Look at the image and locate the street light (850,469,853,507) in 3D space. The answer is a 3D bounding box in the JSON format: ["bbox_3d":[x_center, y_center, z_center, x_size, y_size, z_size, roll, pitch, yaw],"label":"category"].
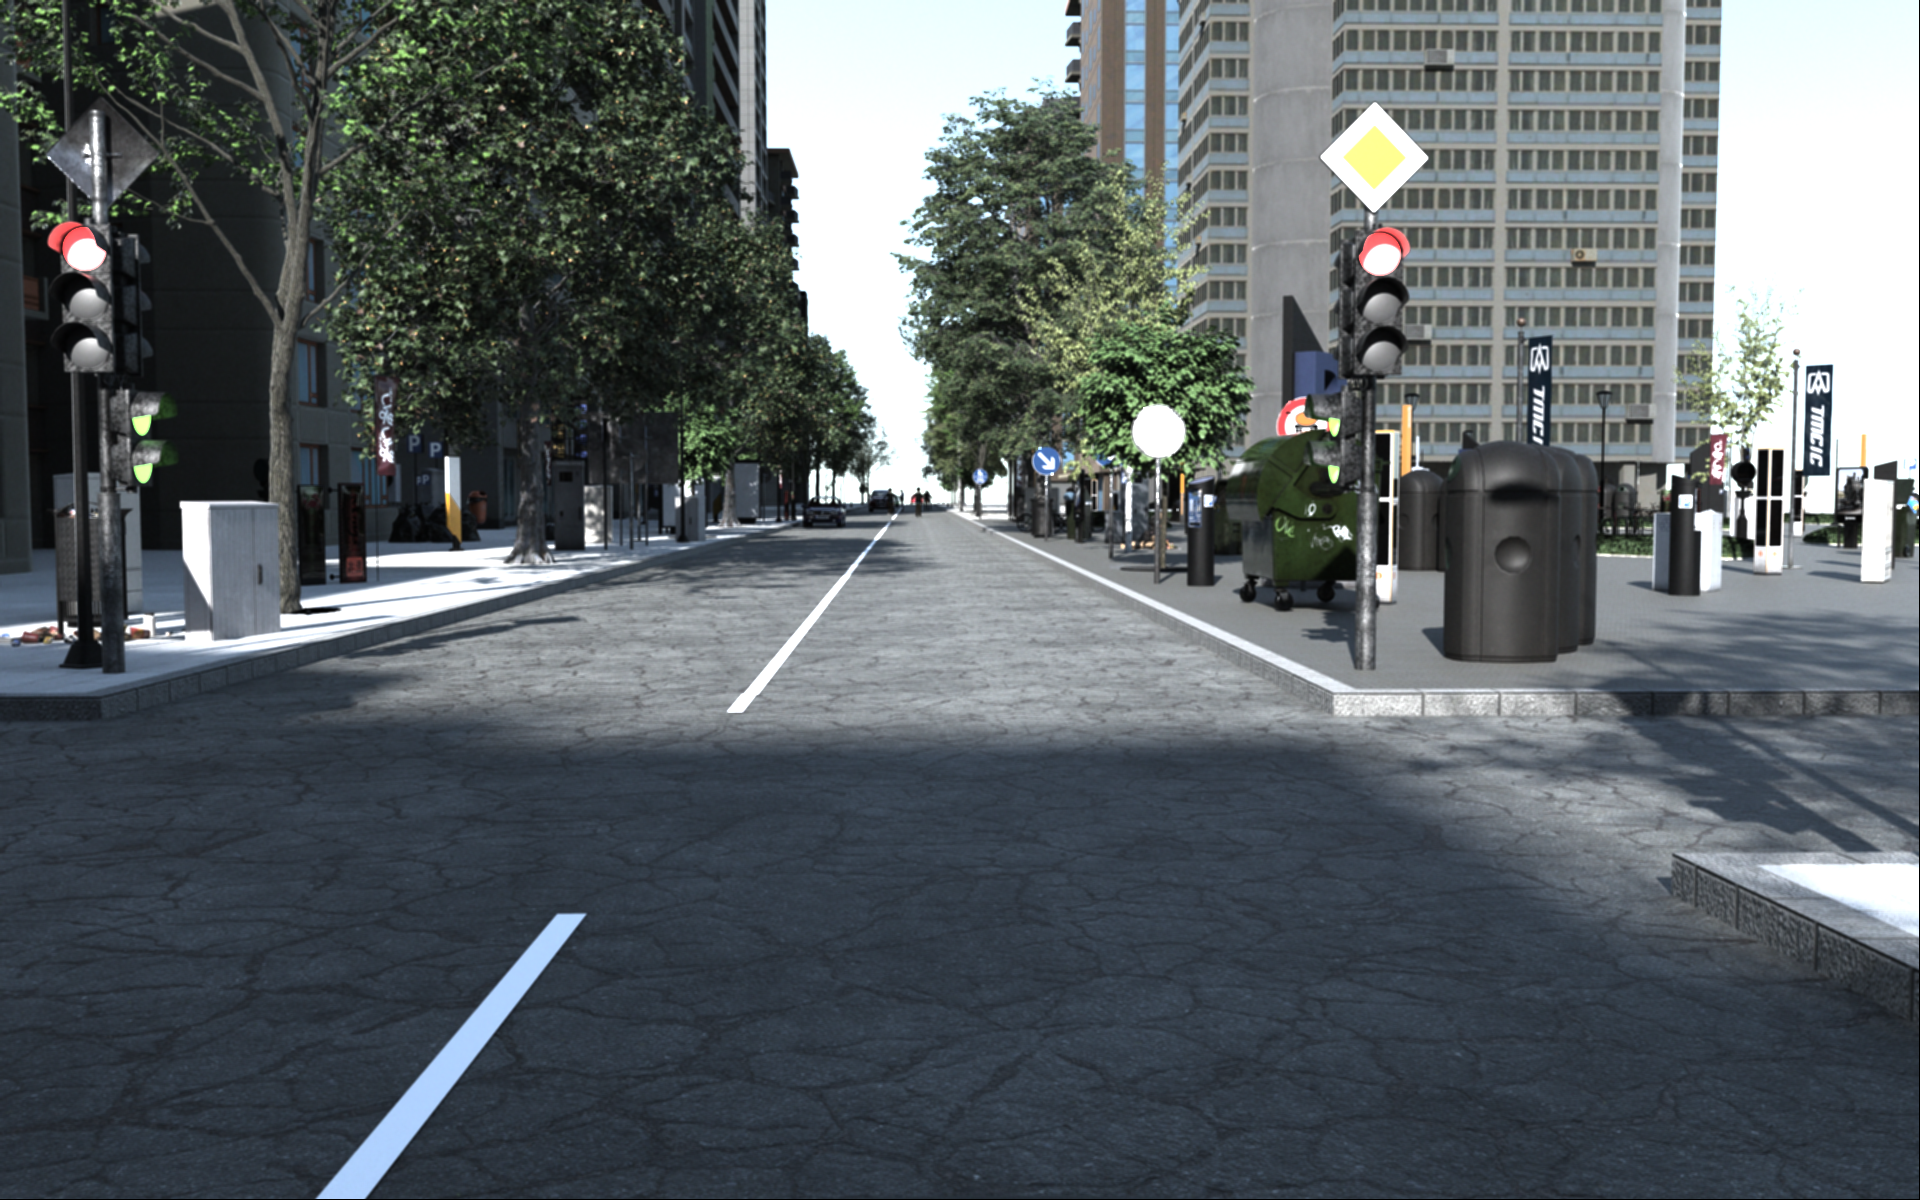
[{"bbox_3d":[-9.816,-11.163,155.061,1.470,5.913,1.316,0,4,-2],"label":"street light"}]

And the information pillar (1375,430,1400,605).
[{"bbox_3d":[4.917,-0.958,20.149,0.304,2.012,0.304,2,4,28],"label":"information pillar"}]

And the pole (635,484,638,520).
[{"bbox_3d":[-16.125,-5.668,86.521,0.158,3.312,0.155,0,3,0],"label":"pole"}]

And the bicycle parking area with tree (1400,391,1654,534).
[{"bbox_3d":[15.358,-3.781,48.823,8.231,4.147,9.016,2,4,26],"label":"bicycle parking area with tree"}]

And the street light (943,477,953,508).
[{"bbox_3d":[-0.409,-9.697,131.080,1.470,5.913,1.316,0,4,-2],"label":"street light"}]

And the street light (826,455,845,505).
[{"bbox_3d":[-8.876,-9.131,121.828,1.470,5.913,1.316,0,4,-2],"label":"street light"}]

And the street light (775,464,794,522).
[{"bbox_3d":[-7.726,-6.503,78.871,1.470,5.913,1.316,0,4,-2],"label":"street light"}]

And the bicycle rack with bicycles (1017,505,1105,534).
[{"bbox_3d":[3.339,-2.690,57.368,2.925,0.926,2.852,0,4,8],"label":"bicycle rack with bicycles"}]

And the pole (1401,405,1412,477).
[{"bbox_3d":[10.219,-2.804,39.693,0.158,3.312,0.155,0,3,0],"label":"pole"}]

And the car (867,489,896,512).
[{"bbox_3d":[-6.319,-8.032,139.995,2.281,1.827,5.304,0,4,-1],"label":"car"}]

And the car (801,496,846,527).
[{"bbox_3d":[-5.925,-3.861,75.707,1.945,1.354,3.894,0,4,-1],"label":"car"}]

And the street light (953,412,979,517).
[{"bbox_3d":[0.488,-7.650,97.612,1.470,5.913,1.316,0,4,-2],"label":"street light"}]

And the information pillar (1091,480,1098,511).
[{"bbox_3d":[6.859,-5.115,88.121,0.304,2.012,0.304,1,4,16],"label":"information pillar"}]

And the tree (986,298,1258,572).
[{"bbox_3d":[3.406,-2.779,29.155,4.285,4.588,4.351,0,3,0],"label":"tree"}]

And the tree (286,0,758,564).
[{"bbox_3d":[-7.936,-7.024,31.854,9.611,12.733,9.660,0,3,0],"label":"tree"}]

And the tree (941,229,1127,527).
[{"bbox_3d":[2.844,-8.639,67.008,9.928,11.665,9.643,0,3,0],"label":"tree"}]

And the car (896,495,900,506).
[{"bbox_3d":[-8.357,-12.266,212.917,2.083,1.381,4.827,0,4,-2],"label":"car"}]

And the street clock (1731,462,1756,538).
[{"bbox_3d":[17.504,-2.090,38.742,0.471,2.002,0.358,0,4,-7],"label":"street clock"}]

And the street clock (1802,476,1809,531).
[{"bbox_3d":[29.095,-3.383,59.878,0.471,2.002,0.358,-3,4,-38],"label":"street clock"}]

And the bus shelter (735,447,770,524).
[{"bbox_3d":[-9.457,-5.100,77.302,2.014,3.302,5.546,0,4,-2],"label":"bus shelter"}]

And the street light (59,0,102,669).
[{"bbox_3d":[-5.947,-2.456,12.696,1.470,5.913,1.316,0,4,-2],"label":"street light"}]

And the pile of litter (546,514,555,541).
[{"bbox_3d":[-11.603,-2.087,48.082,1.719,0.858,1.176,1,4,23],"label":"pile of litter"}]

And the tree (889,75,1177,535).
[{"bbox_3d":[2.674,-8.981,53.499,9.857,13.997,8.962,0,3,0],"label":"tree"}]

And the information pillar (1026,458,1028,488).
[{"bbox_3d":[2.937,-5.096,74.680,0.183,3.616,0.504,-1,4,-9],"label":"information pillar"}]

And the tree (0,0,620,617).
[{"bbox_3d":[-7.153,-5.664,18.358,9.928,11.665,9.643,0,3,0],"label":"tree"}]

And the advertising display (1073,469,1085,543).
[{"bbox_3d":[3.129,-2.466,45.527,0.123,1.923,0.974,0,4,-6],"label":"advertising display"}]

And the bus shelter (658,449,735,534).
[{"bbox_3d":[-8.875,-3.885,57.451,2.014,3.302,5.546,0,4,-1],"label":"bus shelter"}]

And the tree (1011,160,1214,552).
[{"bbox_3d":[3.570,-5.378,38.291,4.737,8.622,4.395,0,3,0],"label":"tree"}]

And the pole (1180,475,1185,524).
[{"bbox_3d":[9.600,-4.944,74.684,0.158,3.312,0.155,0,3,0],"label":"pole"}]

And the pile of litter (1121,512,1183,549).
[{"bbox_3d":[4.494,-1.637,40.726,1.176,0.858,1.719,-2,4,-24],"label":"pile of litter"}]

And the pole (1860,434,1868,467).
[{"bbox_3d":[30.493,-3.954,58.492,0.158,3.312,0.155,0,3,0],"label":"pole"}]

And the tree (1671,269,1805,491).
[{"bbox_3d":[26.048,-6.558,57.579,4.737,8.622,4.395,0,3,0],"label":"tree"}]

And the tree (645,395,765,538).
[{"bbox_3d":[-7.966,-4.114,50.981,4.285,4.588,4.351,0,3,0],"label":"tree"}]

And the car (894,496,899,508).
[{"bbox_3d":[-7.462,-10.733,184.284,1.959,1.807,4.718,0,4,-3],"label":"car"}]

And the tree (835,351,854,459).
[{"bbox_3d":[-8.790,-9.154,66.674,9.611,12.733,9.660,0,3,0],"label":"tree"}]

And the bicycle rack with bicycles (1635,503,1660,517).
[{"bbox_3d":[28.704,-3.611,72.427,2.925,0.926,2.852,2,4,34],"label":"bicycle rack with bicycles"}]

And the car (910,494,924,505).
[{"bbox_3d":[-5.759,-13.668,232.507,2.155,1.783,4.494,0,4,-1],"label":"car"}]

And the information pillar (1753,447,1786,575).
[{"bbox_3d":[12.817,-1.403,27.426,0.304,2.012,0.304,-1,4,-16],"label":"information pillar"}]

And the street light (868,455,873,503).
[{"bbox_3d":[-11.081,-14.263,205.735,1.470,5.913,1.316,0,4,-2],"label":"street light"}]

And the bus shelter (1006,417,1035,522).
[{"bbox_3d":[3.199,-6.424,82.671,2.179,5.291,8.768,0,4,-1],"label":"bus shelter"}]

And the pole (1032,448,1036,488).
[{"bbox_3d":[3.145,-4.845,73.065,0.158,3.312,0.155,0,3,0],"label":"pole"}]

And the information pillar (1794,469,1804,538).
[{"bbox_3d":[24.776,-2.860,51.261,0.304,2.012,0.304,1,4,21],"label":"information pillar"}]

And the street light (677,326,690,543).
[{"bbox_3d":[-6.809,-4.480,45.784,1.470,5.913,1.316,0,4,-2],"label":"street light"}]

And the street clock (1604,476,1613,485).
[{"bbox_3d":[26.601,-4.068,71.086,0.358,2.002,0.471,0,4,1],"label":"street clock"}]

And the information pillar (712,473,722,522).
[{"bbox_3d":[-11.098,-5.364,79.053,0.504,3.616,0.183,3,4,39],"label":"information pillar"}]

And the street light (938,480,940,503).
[{"bbox_3d":[-1.302,-11.724,164.220,1.470,5.913,1.316,0,4,-2],"label":"street light"}]

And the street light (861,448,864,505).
[{"bbox_3d":[-10.302,-12.237,172.609,1.470,5.913,1.316,0,4,-2],"label":"street light"}]

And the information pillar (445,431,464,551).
[{"bbox_3d":[-11.325,-2.895,38.695,0.183,3.616,0.504,1,4,16],"label":"information pillar"}]

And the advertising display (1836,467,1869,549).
[{"bbox_3d":[21.078,-2.185,40.939,0.123,1.923,0.974,-1,4,-9],"label":"advertising display"}]
